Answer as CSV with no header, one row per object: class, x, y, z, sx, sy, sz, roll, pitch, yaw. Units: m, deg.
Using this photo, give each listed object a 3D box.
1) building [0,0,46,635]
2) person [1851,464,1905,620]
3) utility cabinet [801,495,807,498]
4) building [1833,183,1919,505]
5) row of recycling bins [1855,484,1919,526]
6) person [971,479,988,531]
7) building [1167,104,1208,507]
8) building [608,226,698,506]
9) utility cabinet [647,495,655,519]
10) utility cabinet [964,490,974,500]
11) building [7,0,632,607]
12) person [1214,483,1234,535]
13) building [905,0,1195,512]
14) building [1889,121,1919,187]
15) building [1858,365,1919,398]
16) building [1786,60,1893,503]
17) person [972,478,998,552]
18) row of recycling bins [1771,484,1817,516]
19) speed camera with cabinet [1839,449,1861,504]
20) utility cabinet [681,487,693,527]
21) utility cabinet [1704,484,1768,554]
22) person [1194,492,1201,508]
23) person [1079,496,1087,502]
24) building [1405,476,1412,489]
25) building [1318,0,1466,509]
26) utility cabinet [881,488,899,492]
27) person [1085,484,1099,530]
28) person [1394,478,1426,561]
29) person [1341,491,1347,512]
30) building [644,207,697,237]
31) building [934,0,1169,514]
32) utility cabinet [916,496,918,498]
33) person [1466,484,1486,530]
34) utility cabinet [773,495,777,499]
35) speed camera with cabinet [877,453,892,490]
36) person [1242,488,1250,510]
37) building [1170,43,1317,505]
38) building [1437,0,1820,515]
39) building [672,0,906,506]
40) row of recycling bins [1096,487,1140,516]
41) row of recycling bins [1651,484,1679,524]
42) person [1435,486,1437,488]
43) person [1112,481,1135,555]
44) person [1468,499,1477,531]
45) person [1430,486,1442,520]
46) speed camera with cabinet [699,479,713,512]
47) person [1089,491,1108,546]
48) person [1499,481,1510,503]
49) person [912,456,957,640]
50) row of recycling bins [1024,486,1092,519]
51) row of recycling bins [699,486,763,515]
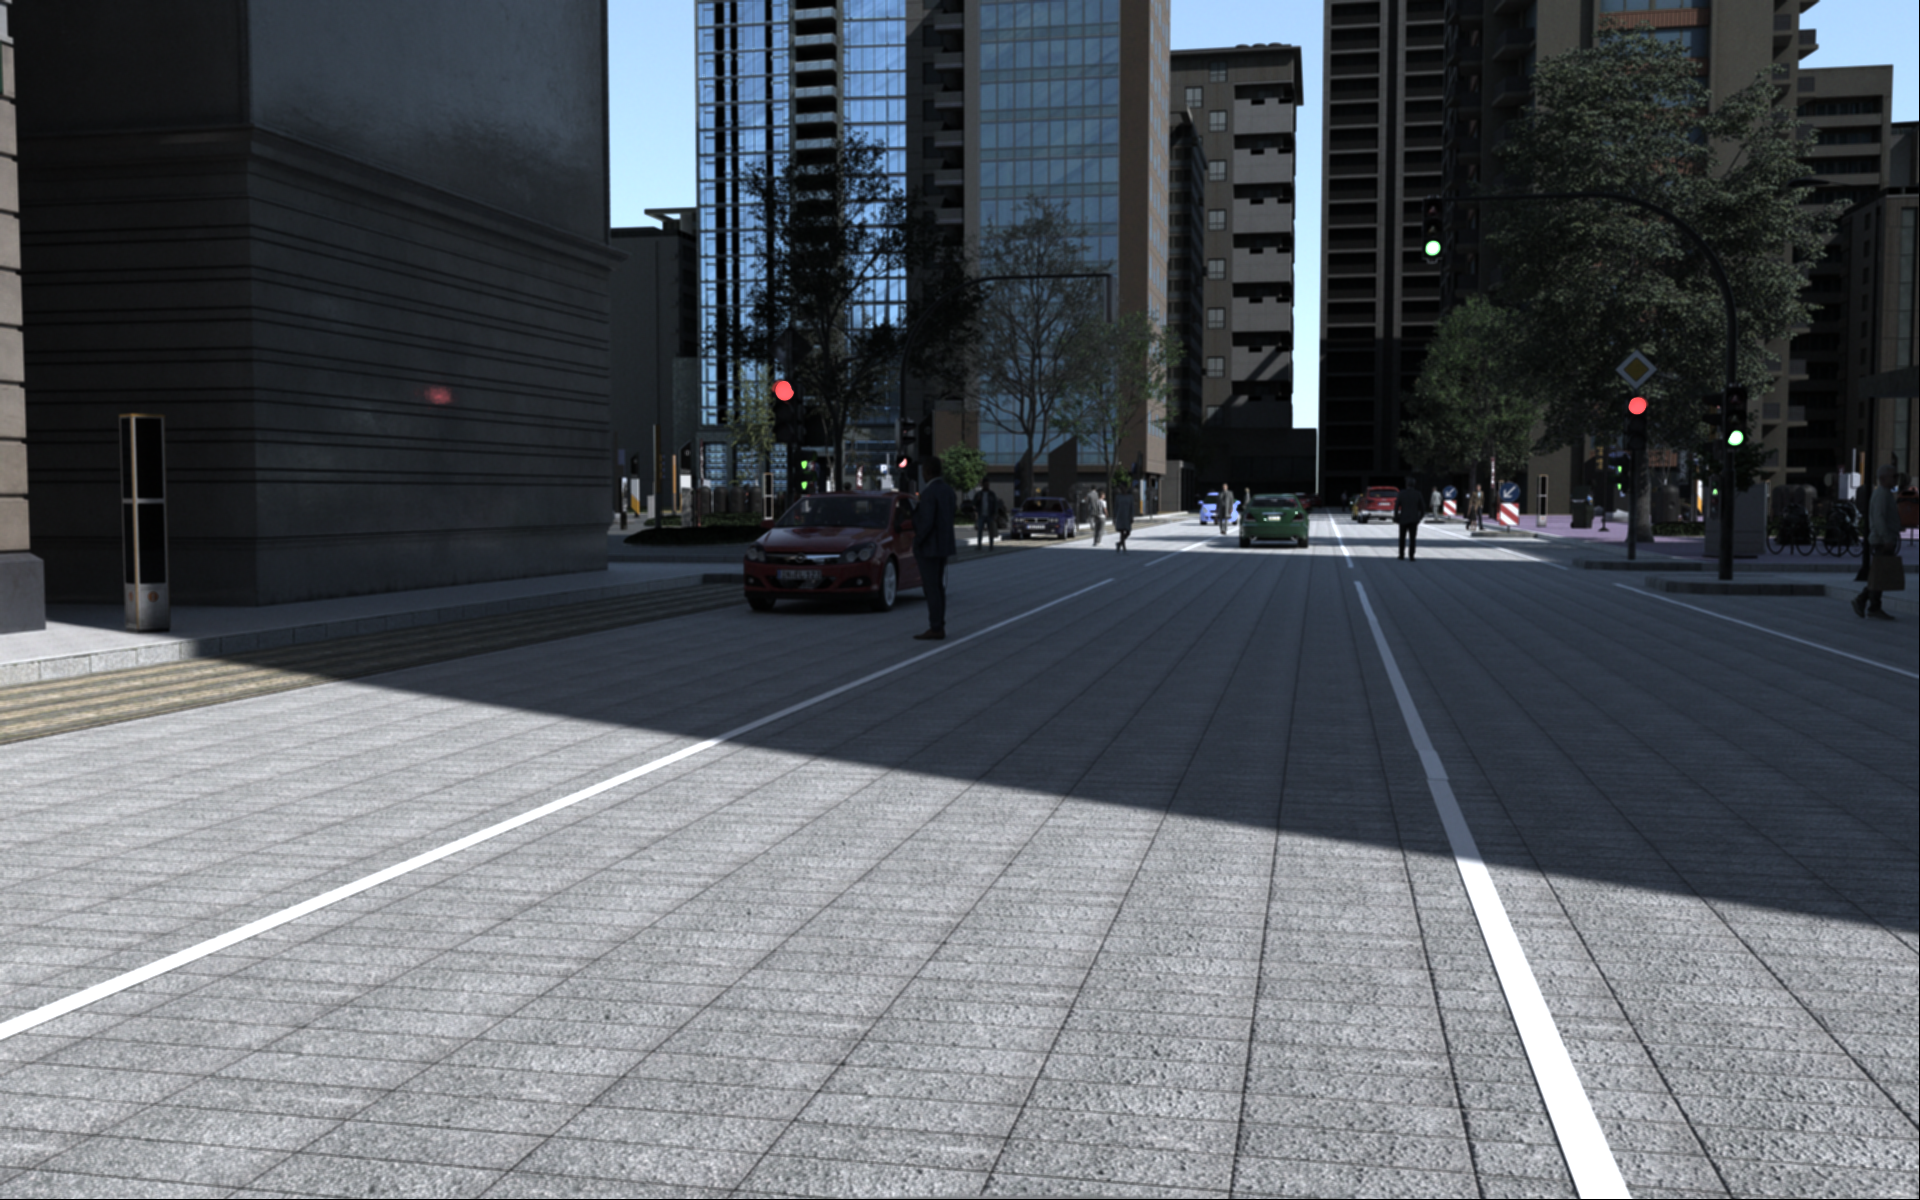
building,-16.710,-13.539,7.262,13.634,28.700,20.117,1,4,12
person,10.438,-0.653,19.667,0.515,1.767,0.782,2,4,26
utility cabinet,-10.132,-6.093,110.775,1.020,1.237,0.306,3,5,39
building,92.383,-23.972,163.638,14.107,30.474,14.160,1,4,12
row of recycling bins,37.796,-3.835,69.822,3.534,1.692,1.069,0,4,-7
person,0.751,-3.332,60.629,0.694,1.812,0.767,-1,4,-16
building,12.023,-29.344,171.653,23.993,40.220,32.217,1,4,12
building,-35.043,-25.670,191.405,14.107,30.474,14.160,1,4,12
utility cabinet,-13.976,-4.149,78.994,0.306,1.237,1.020,0,4,8
utility cabinet,0.727,-5.117,92.338,0.318,1.500,1.173,-3,5,-45
building,-16.511,-11.600,25.810,21.152,22.565,11.583,1,4,12
person,9.304,-3.214,61.155,0.694,1.812,0.767,1,4,22
building,8.048,-42.661,135.753,20.563,71.187,20.611,1,4,12
building,103.848,-30.593,183.791,14.086,41.232,14.154,1,4,12
building,20.865,-21.627,8.224,22.147,44.769,28.867,1,4,12
building,87.045,-34.660,190.387,21.600,48.544,21.300,1,4,12
person,0.673,-2.091,42.680,0.794,1.824,0.713,1,4,23
row of recycling bins,36.186,-4.166,75.233,1.069,1.692,3.534,0,4,7
speed camera with cabinet,39.489,-4.982,75.784,2.038,3.252,0.660,-1,4,-16
utility cabinet,-9.060,-2.995,57.639,0.318,1.500,1.173,0,4,-4
utility cabinet,16.643,-1.741,37.142,1.173,1.500,0.318,3,4,36
person,21.524,-9.038,157.004,0.628,1.438,0.799,3,4,39
person,5.862,-4.653,83.131,0.522,1.701,0.512,0,4,-4
building,59.743,-28.992,165.895,32.217,40.220,23.993,1,4,12
building,51.642,-46.405,196.980,20.611,71.187,20.563,1,4,12
utility cabinet,-2.666,-3.477,65.534,0.318,1.500,1.173,-2,4,-24
person,4.958,-3.397,64.308,0.678,1.792,0.850,0,4,-1
person,9.672,-1.739,37.331,0.661,1.777,0.834,0,4,5
person,31.011,-7.957,139.529,0.756,1.711,0.436,-2,4,-33
building,-24.284,-32.279,219.644,23.993,40.220,32.217,1,4,12
building,6.713,-28.660,118.701,14.600,45.320,14.200,1,4,12
utility cabinet,-1.617,-3.943,75.623,1.020,1.237,0.306,2,4,27
person,20.456,-3.686,68.675,0.836,1.842,0.656,3,5,40
utility cabinet,-12.121,-6.346,114.914,0.306,1.237,1.020,-2,4,-24
speed camera with cabinet,-3.948,-5.524,84.659,0.660,3.252,2.038,-1,4,-23
person,17.052,-5.755,102.783,0.728,1.800,0.709,1,4,14
building,28.614,-37.714,205.862,27.495,52.752,28.713,1,4,12
building,45.522,-28.494,120.503,22.147,44.769,28.867,1,4,12
building,-14.072,-53.034,179.785,31.000,86.520,22.319,1,4,12
row of recycling bins,8.903,-5.828,102.400,3.534,1.692,1.069,1,4,16
row of recycling bins,30.162,-4.091,73.996,1.069,1.692,3.534,1,4,18
person,34.358,-7.310,125.192,0.705,1.869,1.348,0,4,8
person,3.834,-1.935,40.891,0.466,1.731,0.760,-2,4,-25
person,19.938,-3.317,67.399,0.362,1.253,0.373,-1,4,-8
person,23.891,-4.796,87.009,0.635,1.810,0.391,-3,4,-38
speed camera with cabinet,-15.607,-6.923,107.535,0.660,3.252,2.038,-2,4,-29
person,3.817,-2.236,47.650,0.503,1.515,0.523,1,4,10
person,24.968,-4.507,79.089,0.648,1.900,0.474,-3,4,-38
person,-0.248,-0.516,17.111,0.419,1.800,0.721,1,4,18
row of recycling bins,4.969,-5.054,89.743,3.534,1.692,1.069,-1,4,-21
row of recycling bins,-11.672,-4.939,87.865,3.534,1.692,1.069,1,4,10
